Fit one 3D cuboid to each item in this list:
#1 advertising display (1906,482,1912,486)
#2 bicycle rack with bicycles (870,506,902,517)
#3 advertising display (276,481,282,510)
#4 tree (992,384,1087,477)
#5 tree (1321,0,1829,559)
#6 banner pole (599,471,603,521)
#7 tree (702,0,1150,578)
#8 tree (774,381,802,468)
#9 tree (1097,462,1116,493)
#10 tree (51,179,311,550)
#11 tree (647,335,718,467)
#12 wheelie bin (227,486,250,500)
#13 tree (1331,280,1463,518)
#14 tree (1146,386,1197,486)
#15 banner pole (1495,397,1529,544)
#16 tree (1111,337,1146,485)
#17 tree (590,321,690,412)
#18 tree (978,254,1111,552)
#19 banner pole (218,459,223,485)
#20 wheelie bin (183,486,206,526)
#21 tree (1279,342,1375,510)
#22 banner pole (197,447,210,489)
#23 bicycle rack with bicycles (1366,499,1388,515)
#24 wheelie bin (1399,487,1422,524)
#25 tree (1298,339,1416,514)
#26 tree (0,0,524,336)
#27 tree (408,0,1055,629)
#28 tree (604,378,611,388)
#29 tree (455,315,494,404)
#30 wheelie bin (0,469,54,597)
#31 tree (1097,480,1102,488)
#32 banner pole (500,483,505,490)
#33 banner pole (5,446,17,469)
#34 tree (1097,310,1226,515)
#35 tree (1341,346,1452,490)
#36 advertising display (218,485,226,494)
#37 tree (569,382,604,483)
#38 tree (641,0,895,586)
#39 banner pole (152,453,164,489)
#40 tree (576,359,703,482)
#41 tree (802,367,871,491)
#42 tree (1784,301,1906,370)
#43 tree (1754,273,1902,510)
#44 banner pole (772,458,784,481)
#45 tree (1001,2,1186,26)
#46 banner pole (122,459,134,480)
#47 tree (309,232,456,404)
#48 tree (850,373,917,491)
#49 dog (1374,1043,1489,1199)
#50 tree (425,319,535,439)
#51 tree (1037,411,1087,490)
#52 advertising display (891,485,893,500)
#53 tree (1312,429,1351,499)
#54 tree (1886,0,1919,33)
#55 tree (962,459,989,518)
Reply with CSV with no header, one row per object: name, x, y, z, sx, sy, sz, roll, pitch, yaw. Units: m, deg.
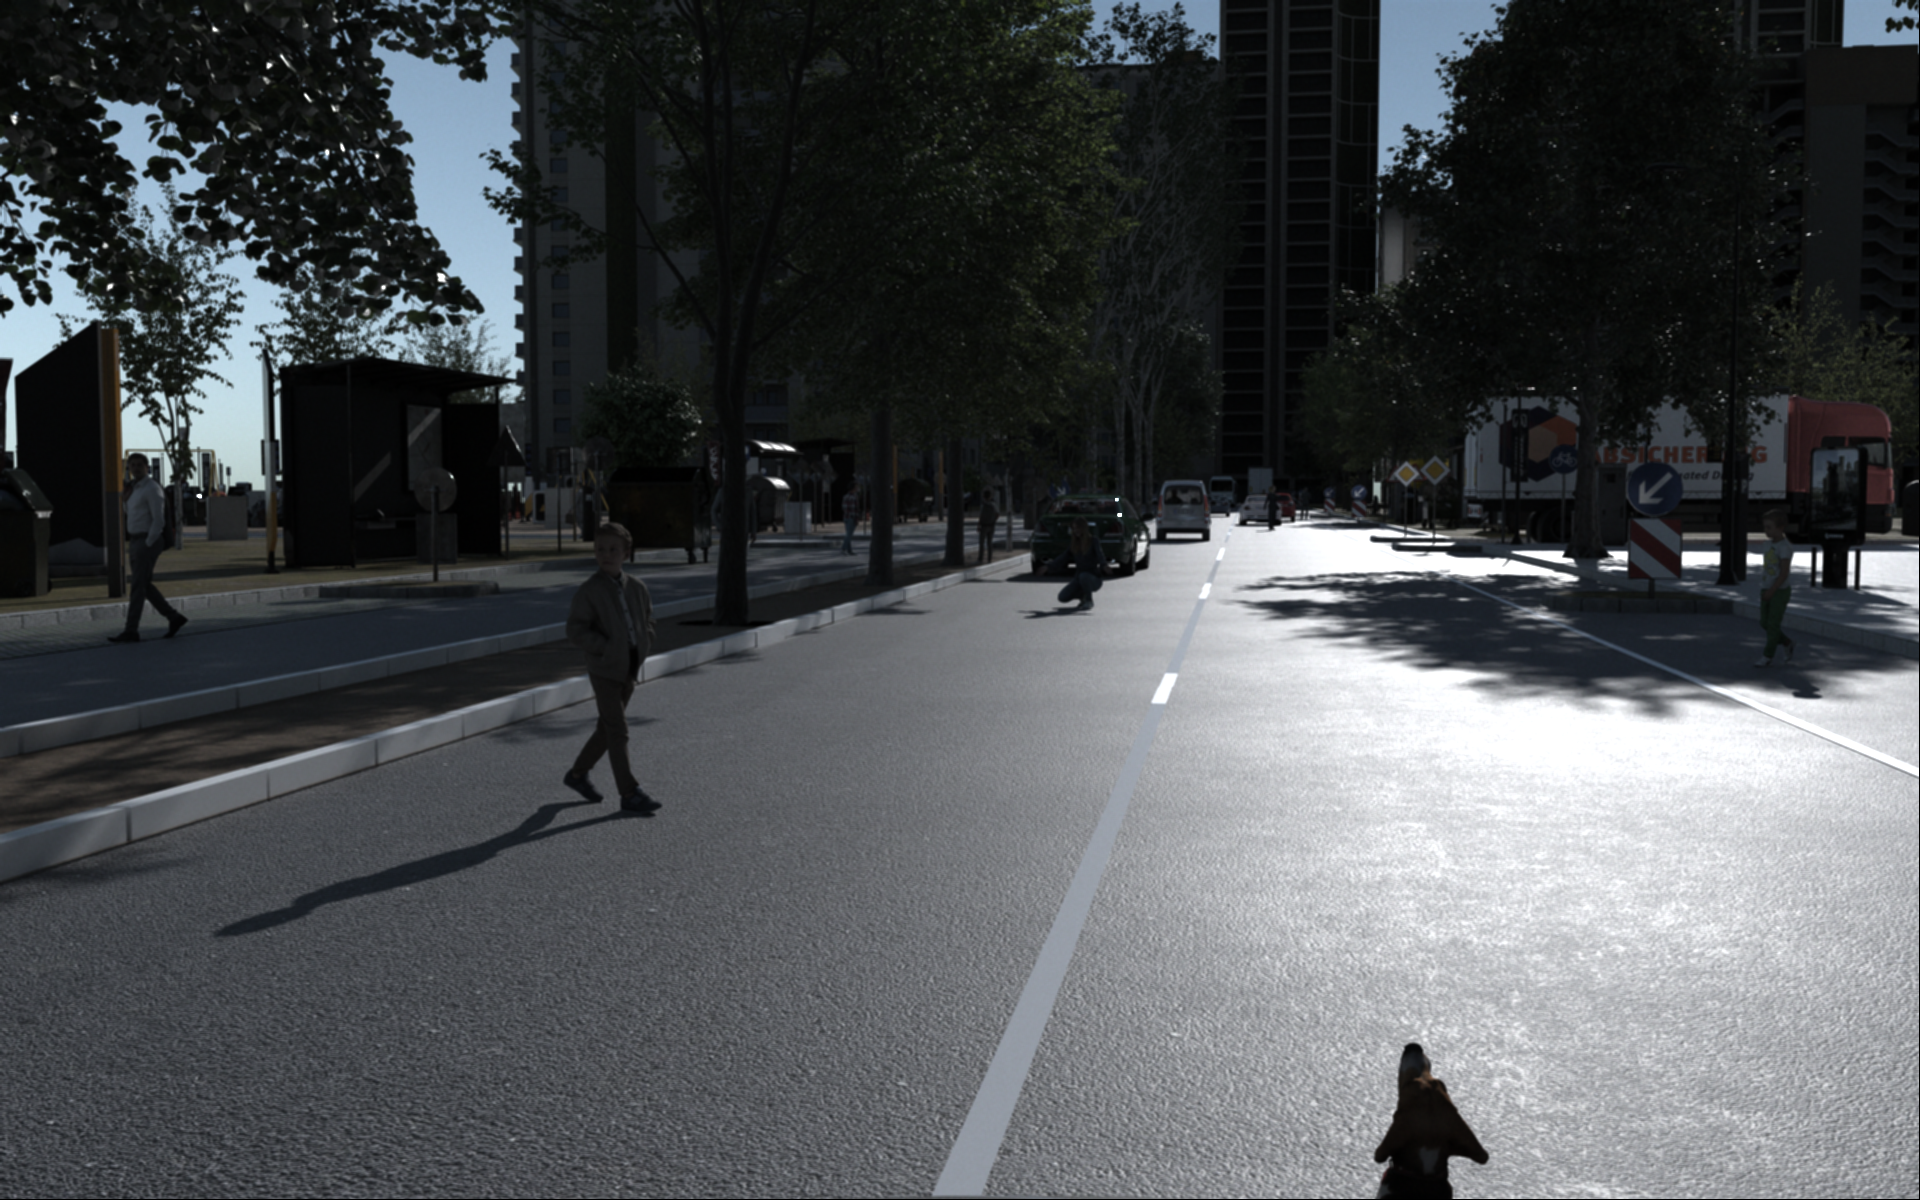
advertising display,49.428,-5.157,89.528,0.974,1.923,0.123,1,4,14
bicycle rack with bicycles,-4.163,-5.241,99.074,2.852,0.926,2.925,3,5,41
advertising display,-32.861,-4.768,83.164,0.123,1.923,0.974,3,4,38
tree,5.517,-11.509,122.586,7.601,10.594,8.767,1,4,21
tree,12.541,-7.188,34.528,9.611,12.733,9.660,0,3,0
banner pole,-16.808,-5.572,81.115,0.401,3.779,0.863,-1,4,-20
tree,-0.148,-6.970,34.541,7.486,12.596,7.792,0,3,0
tree,-8.288,-9.257,101.710,4.737,8.622,4.395,0,3,0
tree,16.792,-12.864,194.039,4.285,4.588,4.351,0,3,0
tree,-18.144,-5.451,39.488,4.737,8.622,4.395,0,3,0
tree,-12.286,-7.898,79.501,4.737,8.622,4.395,0,3,0
wheelie bin,-29.345,-3.822,70.401,0.693,1.594,0.980,3,5,44
tree,23.600,-10.658,92.385,7.486,12.596,7.792,0,3,0
tree,13.214,-9.728,111.865,4.737,8.622,4.395,0,3,0
banner pole,14.283,-3.346,44.727,0.863,3.779,0.401,0,4,-2
tree,3.403,-6.227,54.637,4.737,8.622,4.395,0,3,0
tree,-13.245,-7.509,73.130,4.360,8.622,3.978,0,3,0
tree,1.215,-5.466,42.191,4.737,8.622,4.395,0,3,0
banner pole,-53.239,-8.243,124.786,0.401,3.779,0.863,0,4,-4
wheelie bin,-30.918,-3.793,69.930,0.693,1.594,0.980,0,4,6
tree,30.825,-13.986,139.038,12.009,13.543,11.850,0,3,0
banner pole,-40.311,-6.256,92.305,0.401,3.779,0.863,3,5,40
bicycle rack with bicycles,30.185,-6.582,120.996,2.925,0.926,2.852,0,4,0
wheelie bin,19.201,-4.050,74.125,0.693,1.594,0.980,-1,4,-12
tree,26.013,-11.404,112.211,9.928,11.665,9.643,0,3,0
tree,-4.821,-5.984,6.955,9.857,13.997,8.962,0,3,0
tree,-2.401,-5.513,18.358,9.928,11.665,9.643,0,3,0
tree,-15.491,-8.603,91.018,4.737,8.622,4.395,0,3,0
tree,-19.802,-7.115,66.700,4.737,8.622,4.395,0,3,0
wheelie bin,-11.819,-0.842,21.675,0.693,1.594,0.980,-1,4,-9
tree,13.766,-10.968,173.931,1.663,3.219,1.824,0,3,0
banner pole,-32.119,-8.002,120.850,0.863,3.779,0.401,-2,4,-35
banner pole,-48.845,-6.075,89.348,0.863,3.779,0.401,-3,5,-40
tree,13.801,-12.843,119.088,9.857,13.997,8.962,0,3,0
tree,21.220,-8.127,83.240,4.360,8.622,3.978,0,3,0
advertising display,-49.905,-6.840,117.043,0.974,1.923,0.123,3,5,39
tree,-23.085,-9.786,110.358,4.737,8.622,4.395,0,3,0
tree,-1.275,-6.512,27.053,7.486,12.596,7.792,0,3,0
banner pole,-48.791,-7.065,105.528,0.863,3.779,0.401,-1,4,-9
tree,-7.845,-3.577,42.206,4.285,4.588,4.351,0,3,0
tree,-5.491,-8.762,93.624,4.737,8.622,4.395,0,3,0
tree,35.913,-7.259,69.055,4.360,8.622,3.978,0,3,0
tree,28.354,-6.623,58.644,4.360,8.622,3.978,0,3,0
banner pole,-9.533,-6.122,90.117,0.863,3.779,0.401,1,4,11
tree,3.749,-12.571,63.884,12.611,20.169,13.585,0,3,0
banner pole,-52.056,-7.250,108.557,0.863,3.779,0.401,0,4,-3
tree,-16.665,-5.822,45.558,4.737,8.622,4.395,0,3,0
tree,-3.598,-8.338,86.685,4.360,8.622,3.978,0,3,0
dog,0.720,1.050,3.034,0.748,0.427,0.550,-2,4,-33
tree,-20.143,-7.435,71.931,4.360,8.622,3.978,0,3,0
tree,7.374,-10.980,129.886,4.360,8.622,3.978,0,3,0
advertising display,-4.742,-7.098,121.266,0.974,1.923,0.123,1,4,17
tree,34.247,-12.723,158.387,4.737,8.622,4.395,0,3,0
tree,10.366,-3.970,15.266,4.737,8.622,4.395,0,3,0
tree,0.532,-6.086,94.112,1.663,3.219,1.824,0,3,0
